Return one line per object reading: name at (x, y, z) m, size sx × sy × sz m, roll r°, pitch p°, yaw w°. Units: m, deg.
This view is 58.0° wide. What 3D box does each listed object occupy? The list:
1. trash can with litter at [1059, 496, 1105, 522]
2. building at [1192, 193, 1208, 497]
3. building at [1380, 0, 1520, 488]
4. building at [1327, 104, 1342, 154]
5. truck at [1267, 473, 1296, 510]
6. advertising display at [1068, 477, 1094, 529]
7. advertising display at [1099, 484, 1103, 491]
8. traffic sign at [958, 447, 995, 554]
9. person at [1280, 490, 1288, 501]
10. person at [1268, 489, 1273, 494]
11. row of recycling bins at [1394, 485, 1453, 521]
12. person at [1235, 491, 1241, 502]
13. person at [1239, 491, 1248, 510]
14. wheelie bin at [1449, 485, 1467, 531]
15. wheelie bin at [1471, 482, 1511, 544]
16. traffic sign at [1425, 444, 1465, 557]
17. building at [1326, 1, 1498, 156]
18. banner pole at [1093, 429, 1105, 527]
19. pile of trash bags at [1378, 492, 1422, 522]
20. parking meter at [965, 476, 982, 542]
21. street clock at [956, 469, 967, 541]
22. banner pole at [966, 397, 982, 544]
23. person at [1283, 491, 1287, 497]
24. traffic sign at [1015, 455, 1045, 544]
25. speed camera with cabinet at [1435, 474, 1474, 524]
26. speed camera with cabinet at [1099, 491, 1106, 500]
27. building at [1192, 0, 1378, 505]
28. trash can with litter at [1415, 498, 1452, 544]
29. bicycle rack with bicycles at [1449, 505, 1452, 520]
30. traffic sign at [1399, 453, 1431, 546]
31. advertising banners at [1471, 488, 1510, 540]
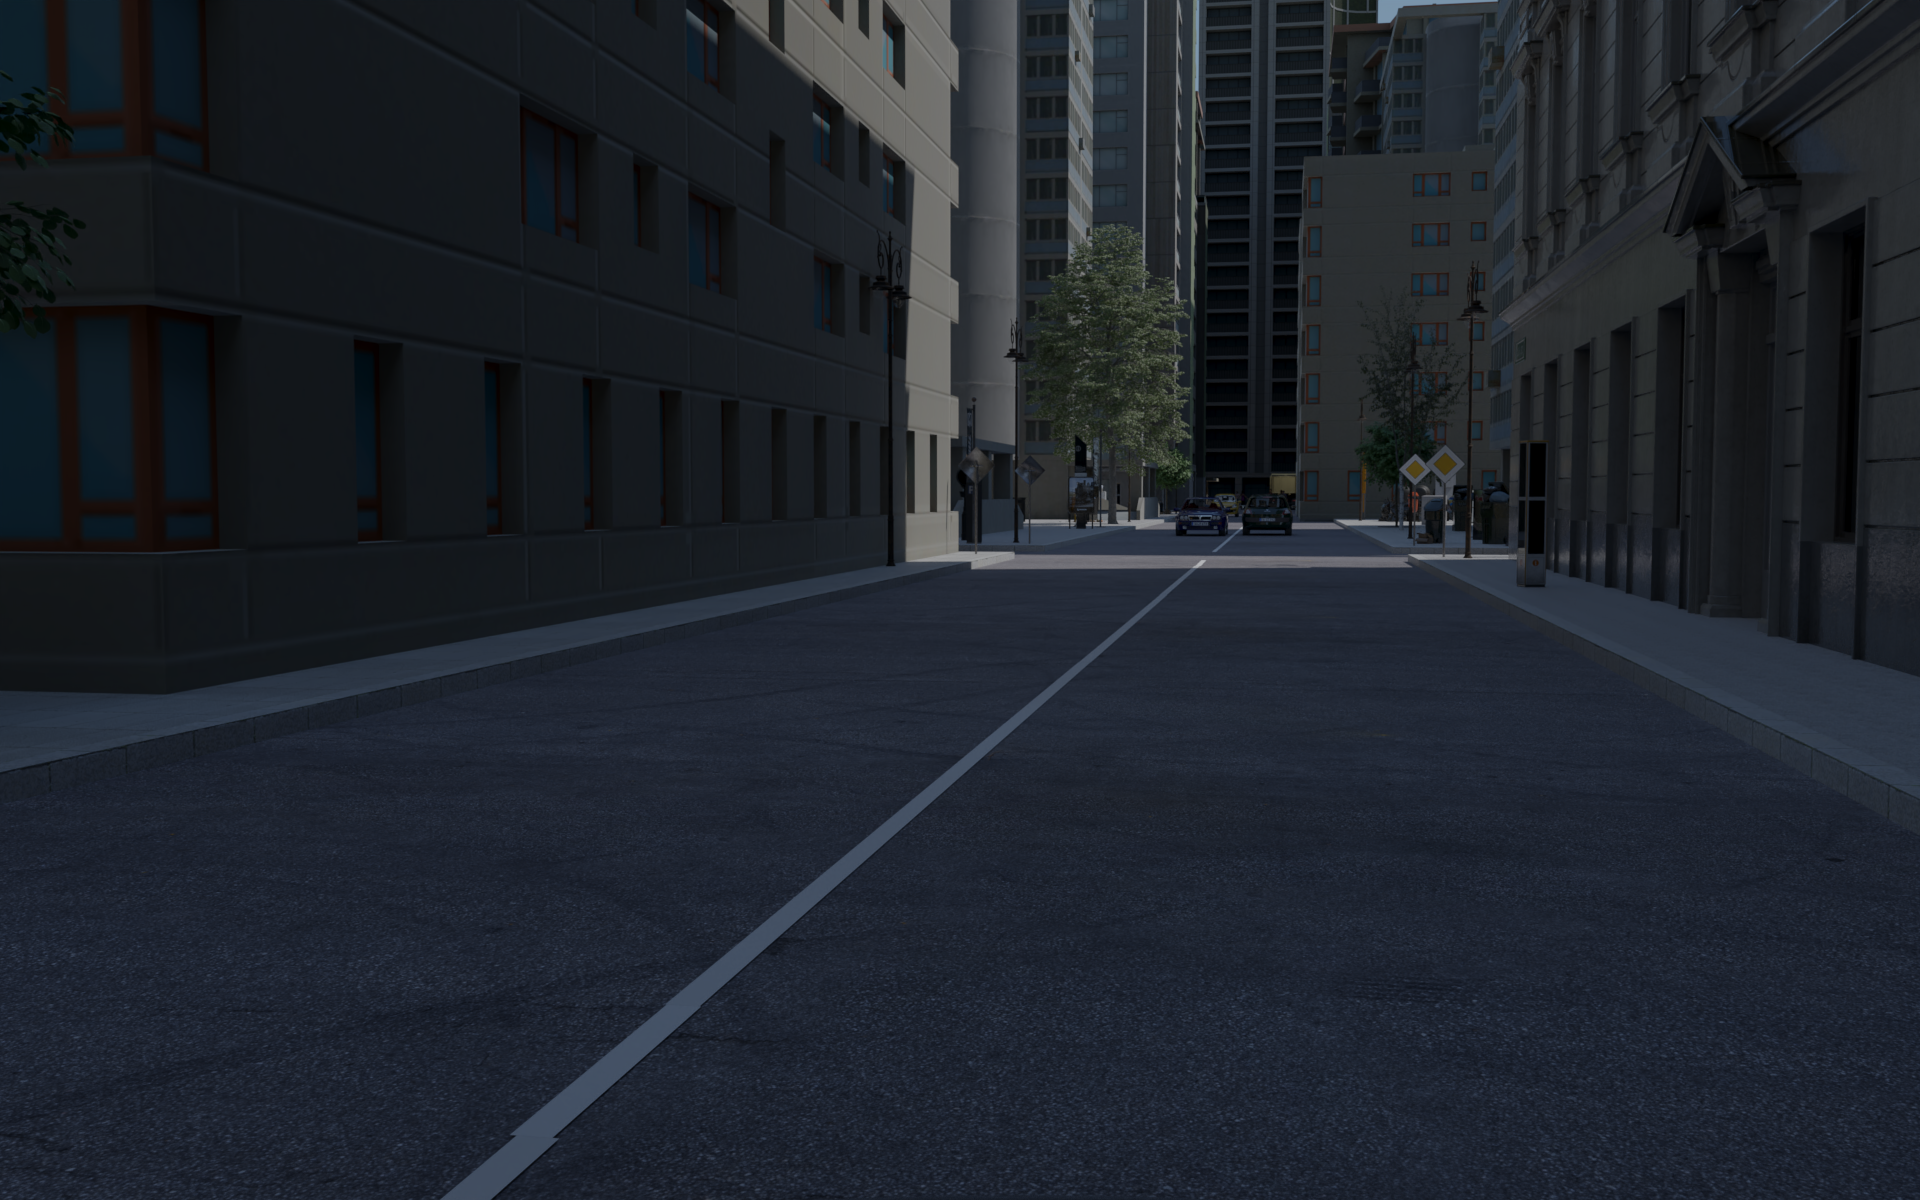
trash can with litter at (5.660, -4.163, 79.117) m, size 2.233 × 1.210 × 1.678 m, roll 1°, pitch 4°, yaw 14°
building at (15.675, -23.858, 161.781) m, size 14.160 × 30.474 × 14.107 m, roll 1°, pitch 4°, yaw 10°
building at (45.253, -26.956, 132.609) m, size 32.217 × 40.220 × 23.993 m, roll 1°, pitch 4°, yaw 10°
building at (45.511, -30.505, 182.352) m, size 14.154 × 41.232 × 14.086 m, roll 1°, pitch 4°, yaw 10°
truck at (29.922, -10.006, 159.520) m, size 3.469 × 3.379 × 9.791 m, roll 1°, pitch 4°, yaw 11°
advertising display at (4.462, -3.584, 63.811) m, size 0.974 × 1.923 × 0.123 m, roll 0°, pitch 4°, yaw -7°
advertising display at (9.399, -6.758, 115.701) m, size 0.123 × 1.923 × 0.974 m, roll 1°, pitch 4°, yaw 18°
traffic sign at (0.346, -2.034, 36.901) m, size 0.795 × 2.450 × 0.064 m, roll 1°, pitch 4°, yaw 10°
person at (23.199, -7.101, 125.321) m, size 1.217 × 1.735 × 0.721 m, roll -1°, pitch 4°, yaw -20°
person at (23.729, -7.583, 132.446) m, size 1.348 × 1.831 × 0.705 m, roll 2°, pitch 4°, yaw 26°
row of recycling bins at (22.425, -4.597, 82.268) m, size 3.534 × 1.692 × 1.069 m, roll 1°, pitch 4°, yaw 18°
person at (28.707, -10.435, 179.823) m, size 1.217 × 1.736 × 0.721 m, roll 3°, pitch 4°, yaw 36°
person at (26.236, -9.254, 160.492) m, size 0.721 × 1.739 × 1.217 m, roll -2°, pitch 4°, yaw -35°
wheelie bin at (17.354, -3.167, 59.682) m, size 0.980 × 1.594 × 0.693 m, roll 1°, pitch 4°, yaw 10°
wheelie bin at (13.712, -2.224, 44.264) m, size 0.693 × 1.594 × 0.980 m, roll -1°, pitch 4°, yaw -19°
traffic sign at (9.824, -1.926, 35.126) m, size 0.795 × 2.450 × 0.064 m, roll 1°, pitch 4°, yaw 10°
building at (45.114, -30.910, 160.007) m, size 22.147 × 44.769 × 28.867 m, roll 1°, pitch 4°, yaw 10°
banner pole at (5.331, -4.708, 66.993) m, size 0.401 × 3.779 × 0.863 m, roll -2°, pitch 4°, yaw -24°
pile of trash bags at (20.589, -4.296, 79.999) m, size 1.912 × 1.369 × 3.447 m, roll 0°, pitch 4°, yaw 0°
parking meter at (0.364, -2.438, 45.573) m, size 0.399 × 1.863 × 0.255 m, roll 3°, pitch 4°, yaw 36°
street clock at (0.144, -2.646, 47.826) m, size 0.471 × 2.002 × 0.358 m, roll -1°, pitch 4°, yaw -12°
banner pole at (0.293, -3.335, 44.549) m, size 0.401 × 3.779 × 0.863 m, roll 1°, pitch 4°, yaw 17°
person at (26.040, -7.948, 139.376) m, size 0.541 × 1.710 × 0.530 m, roll 1°, pitch 4°, yaw 23°
traffic sign at (1.804, -2.514, 44.752) m, size 0.795 × 2.450 × 0.064 m, roll 1°, pitch 4°, yaw 10°
speed camera with cabinet at (21.731, -4.955, 75.357) m, size 2.038 × 3.252 × 0.660 m, roll -1°, pitch 4°, yaw -16°
speed camera with cabinet at (7.805, -6.759, 104.838) m, size 2.038 × 3.252 × 0.660 m, roll 1°, pitch 4°, yaw 12°
building at (39.273, -47.075, 207.931) m, size 20.611 × 71.187 × 20.563 m, roll 1°, pitch 4°, yaw 10°
trash can with litter at (12.217, -2.040, 44.749) m, size 0.624 × 1.170 × 1.055 m, roll 3°, pitch 4°, yaw 39°
bicycle rack with bicycles at (25.082, -4.385, 85.079) m, size 2.852 × 0.926 × 2.925 m, roll -1°, pitch 4°, yaw -22°
traffic sign at (11.283, -2.406, 42.978) m, size 0.795 × 2.450 × 0.064 m, roll 1°, pitch 4°, yaw 10°
advertising banners at (15.099, -3.156, 47.794) m, size 2.074 × 3.025 × 0.090 m, roll 3°, pitch 4°, yaw 38°
